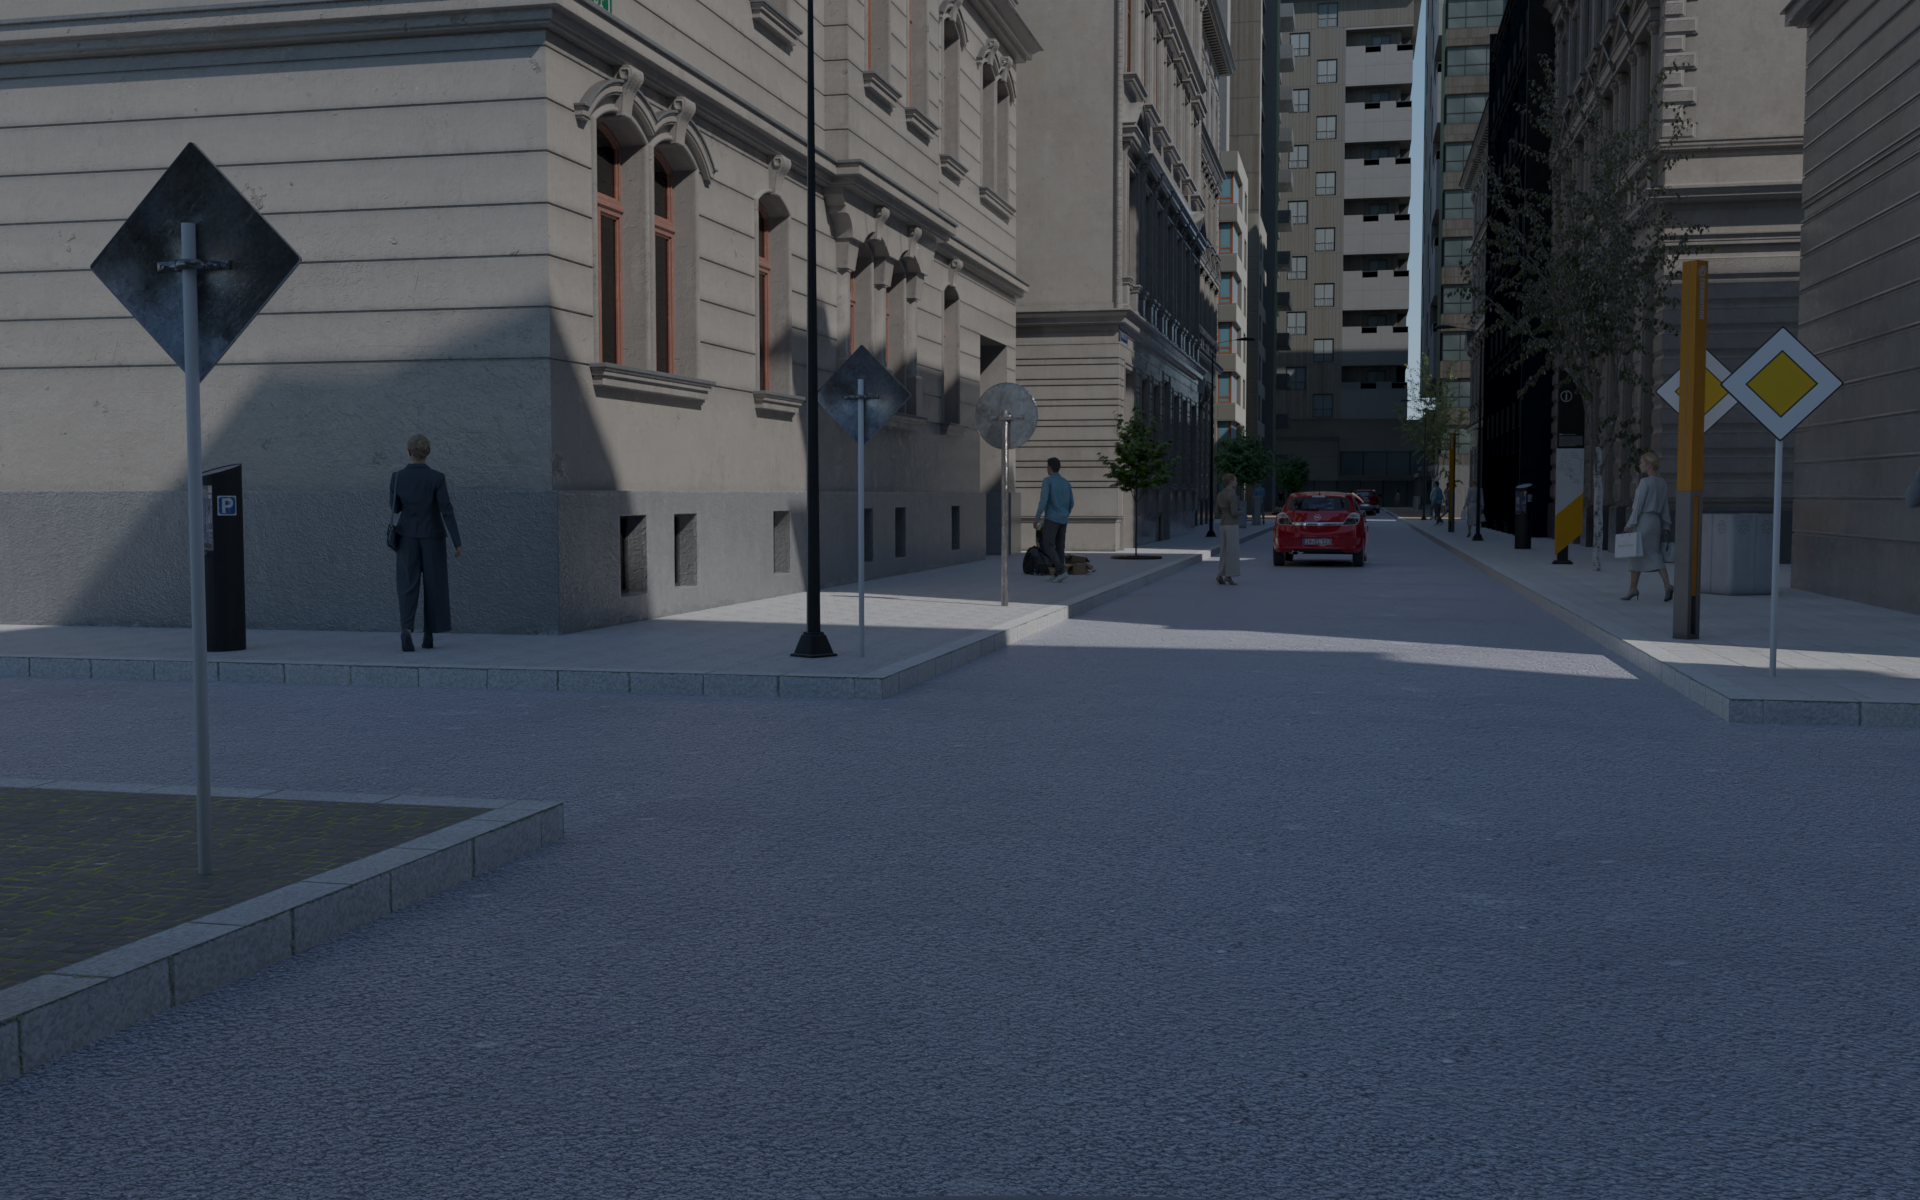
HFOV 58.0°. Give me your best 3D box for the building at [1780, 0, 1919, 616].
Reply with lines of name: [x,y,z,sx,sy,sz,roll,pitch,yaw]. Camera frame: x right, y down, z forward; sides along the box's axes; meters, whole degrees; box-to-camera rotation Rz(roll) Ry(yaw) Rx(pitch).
building: [21.323,-10.581,14.793,24.055,21.916,13.314,1,4,13]

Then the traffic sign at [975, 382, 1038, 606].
traffic sign: [0.512,-1.203,19.768,0.768,2.556,0.104,1,4,22]

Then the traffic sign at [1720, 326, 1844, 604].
traffic sign: [5.736,-0.606,12.102,0.795,2.593,0.064,1,4,13]

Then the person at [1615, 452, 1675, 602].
person: [8.232,-0.874,20.686,0.694,1.780,0.624,-1,4,-18]

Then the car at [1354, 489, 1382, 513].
car: [30.386,-7.400,129.657,2.281,1.827,5.304,1,4,14]

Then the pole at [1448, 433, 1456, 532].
pole: [16.506,-3.930,58.102,0.158,3.312,0.155,0,3,0]

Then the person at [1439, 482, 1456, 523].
person: [21.480,-4.297,76.387,0.778,1.811,0.616,1,4,22]

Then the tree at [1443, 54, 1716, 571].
tree: [10.400,-4.777,28.474,4.360,8.622,3.978,0,3,0]

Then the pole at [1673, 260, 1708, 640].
pole: [6.433,-1.309,15.247,0.158,3.312,0.155,0,3,0]

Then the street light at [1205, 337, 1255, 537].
street light: [8.025,-4.825,51.428,1.470,5.913,1.316,1,4,13]

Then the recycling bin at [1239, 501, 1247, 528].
recycling bin: [10.499,-3.254,65.762,0.722,1.027,0.722,0,4,6]

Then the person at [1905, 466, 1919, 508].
person: [6.732,-0.333,11.673,0.473,1.802,0.592,-2,4,-30]

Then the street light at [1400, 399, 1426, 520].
street light: [22.212,-6.869,84.841,1.470,5.913,1.316,1,4,13]

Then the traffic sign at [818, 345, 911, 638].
traffic sign: [-0.786,-0.698,13.607,0.795,2.593,0.064,1,4,13]

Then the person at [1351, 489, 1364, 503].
person: [21.921,-5.347,96.632,1.217,1.736,0.721,2,4,33]

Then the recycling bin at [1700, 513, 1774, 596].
recycling bin: [9.958,-0.591,22.222,0.722,1.027,0.722,-1,4,-14]

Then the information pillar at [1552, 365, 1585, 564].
information pillar: [11.099,-2.459,31.556,0.504,3.616,0.183,0,4,8]

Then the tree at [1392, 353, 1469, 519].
tree: [24.438,-8.501,89.355,4.737,8.622,4.395,0,3,0]

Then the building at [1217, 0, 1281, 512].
building: [15.247,-26.897,123.361,14.154,41.232,14.086,1,4,13]

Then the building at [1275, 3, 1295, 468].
building: [13.530,-32.559,151.944,30.456,49.044,23.786,1,4,13]

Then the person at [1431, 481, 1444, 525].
person: [19.617,-3.970,70.969,0.620,1.820,0.660,3,4,38]

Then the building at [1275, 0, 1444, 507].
building: [36.162,-36.335,183.321,27.495,52.752,28.713,1,4,13]

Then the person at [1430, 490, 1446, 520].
person: [23.301,-4.766,84.446,0.782,1.767,0.515,1,4,12]

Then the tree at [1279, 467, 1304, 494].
tree: [23.906,-7.929,124.247,1.663,3.219,1.824,0,3,0]

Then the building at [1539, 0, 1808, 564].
building: [19.640,-12.878,39.438,11.050,23.489,19.941,1,4,13]

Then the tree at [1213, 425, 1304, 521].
tree: [13.426,-6.067,82.911,4.285,4.588,4.351,0,3,0]

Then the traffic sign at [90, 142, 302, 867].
traffic sign: [-2.564,-0.222,5.822,0.795,2.593,0.064,1,4,13]

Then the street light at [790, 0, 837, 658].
street light: [-0.631,-2.499,13.394,1.470,5.913,1.316,1,4,13]

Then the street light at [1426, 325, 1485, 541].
street light: [13.698,-4.586,47.527,1.470,5.913,1.316,1,4,13]

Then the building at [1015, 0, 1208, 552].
building: [0.791,-12.980,48.382,11.583,22.565,21.152,1,4,13]

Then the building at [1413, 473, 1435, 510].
building: [54.228,-27.514,141.735,32.217,40.220,23.993,1,4,13]

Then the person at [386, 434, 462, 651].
person: [-4.410,-0.475,14.231,0.576,1.772,0.534,-2,4,-23]

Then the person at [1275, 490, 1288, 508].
person: [30.403,-9.516,164.103,1.348,1.822,0.705,1,4,10]

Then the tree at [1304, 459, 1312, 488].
tree: [25.853,-9.249,134.927,4.285,4.588,4.351,0,3,0]

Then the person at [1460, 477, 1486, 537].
person: [15.153,-2.736,51.127,0.694,1.780,0.624,1,4,10]

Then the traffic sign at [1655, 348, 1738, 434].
traffic sign: [6.640,-0.964,15.490,0.795,2.593,0.064,1,4,13]

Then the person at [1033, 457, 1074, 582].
person: [1.415,-1.176,25.283,0.620,1.820,0.660,3,5,45]

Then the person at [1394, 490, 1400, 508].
person: [40.930,-9.398,162.152,0.705,1.824,1.348,2,4,31]

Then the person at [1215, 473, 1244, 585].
person: [4.273,-1.115,27.286,0.362,1.759,0.519,-2,4,-26]

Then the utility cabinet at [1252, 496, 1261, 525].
utility cabinet: [12.247,-3.698,71.621,0.306,1.237,1.020,0,4,5]

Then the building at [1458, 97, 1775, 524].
building: [27.256,-12.813,74.127,10.561,19.102,19.286,1,4,13]

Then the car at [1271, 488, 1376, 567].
car: [7.488,-1.637,35.799,2.155,1.783,4.494,1,4,14]

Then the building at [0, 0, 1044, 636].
building: [-7.216,-14.657,27.033,14.401,28.519,23.554,1,4,13]

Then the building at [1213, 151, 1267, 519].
building: [3.692,-15.875,104.589,27.650,21.520,28.899,1,4,13]

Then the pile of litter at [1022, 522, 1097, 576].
pile of litter: [1.666,-0.855,27.950,1.176,0.858,1.719,3,5,43]

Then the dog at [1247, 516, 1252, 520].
dog: [14.405,-4.455,87.214,0.800,0.831,0.513,-1,4,-17]

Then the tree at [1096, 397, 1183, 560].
tree: [3.379,-2.421,34.181,1.663,3.219,1.824,0,3,0]

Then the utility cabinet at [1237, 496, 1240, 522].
utility cabinet: [8.740,-2.692,55.177,0.306,1.237,1.020,1,4,11]

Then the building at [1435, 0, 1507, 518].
building: [34.356,-19.980,98.372,14.160,30.474,14.107,1,4,13]

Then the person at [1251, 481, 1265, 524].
person: [12.649,-4.125,73.342,0.638,1.841,0.748,0,4,-5]

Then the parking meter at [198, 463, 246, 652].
parking meter: [-6.073,-0.354,14.206,0.372,1.533,0.369,0,3,0]

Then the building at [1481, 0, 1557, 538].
building: [24.229,-13.886,56.709,12.332,23.373,15.834,1,4,13]

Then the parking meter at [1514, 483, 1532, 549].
parking meter: [13.152,-1.958,40.426,0.372,1.533,0.369,0,3,0]

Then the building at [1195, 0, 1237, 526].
building: [4.667,-14.678,68.861,11.050,23.489,19.941,1,4,13]
